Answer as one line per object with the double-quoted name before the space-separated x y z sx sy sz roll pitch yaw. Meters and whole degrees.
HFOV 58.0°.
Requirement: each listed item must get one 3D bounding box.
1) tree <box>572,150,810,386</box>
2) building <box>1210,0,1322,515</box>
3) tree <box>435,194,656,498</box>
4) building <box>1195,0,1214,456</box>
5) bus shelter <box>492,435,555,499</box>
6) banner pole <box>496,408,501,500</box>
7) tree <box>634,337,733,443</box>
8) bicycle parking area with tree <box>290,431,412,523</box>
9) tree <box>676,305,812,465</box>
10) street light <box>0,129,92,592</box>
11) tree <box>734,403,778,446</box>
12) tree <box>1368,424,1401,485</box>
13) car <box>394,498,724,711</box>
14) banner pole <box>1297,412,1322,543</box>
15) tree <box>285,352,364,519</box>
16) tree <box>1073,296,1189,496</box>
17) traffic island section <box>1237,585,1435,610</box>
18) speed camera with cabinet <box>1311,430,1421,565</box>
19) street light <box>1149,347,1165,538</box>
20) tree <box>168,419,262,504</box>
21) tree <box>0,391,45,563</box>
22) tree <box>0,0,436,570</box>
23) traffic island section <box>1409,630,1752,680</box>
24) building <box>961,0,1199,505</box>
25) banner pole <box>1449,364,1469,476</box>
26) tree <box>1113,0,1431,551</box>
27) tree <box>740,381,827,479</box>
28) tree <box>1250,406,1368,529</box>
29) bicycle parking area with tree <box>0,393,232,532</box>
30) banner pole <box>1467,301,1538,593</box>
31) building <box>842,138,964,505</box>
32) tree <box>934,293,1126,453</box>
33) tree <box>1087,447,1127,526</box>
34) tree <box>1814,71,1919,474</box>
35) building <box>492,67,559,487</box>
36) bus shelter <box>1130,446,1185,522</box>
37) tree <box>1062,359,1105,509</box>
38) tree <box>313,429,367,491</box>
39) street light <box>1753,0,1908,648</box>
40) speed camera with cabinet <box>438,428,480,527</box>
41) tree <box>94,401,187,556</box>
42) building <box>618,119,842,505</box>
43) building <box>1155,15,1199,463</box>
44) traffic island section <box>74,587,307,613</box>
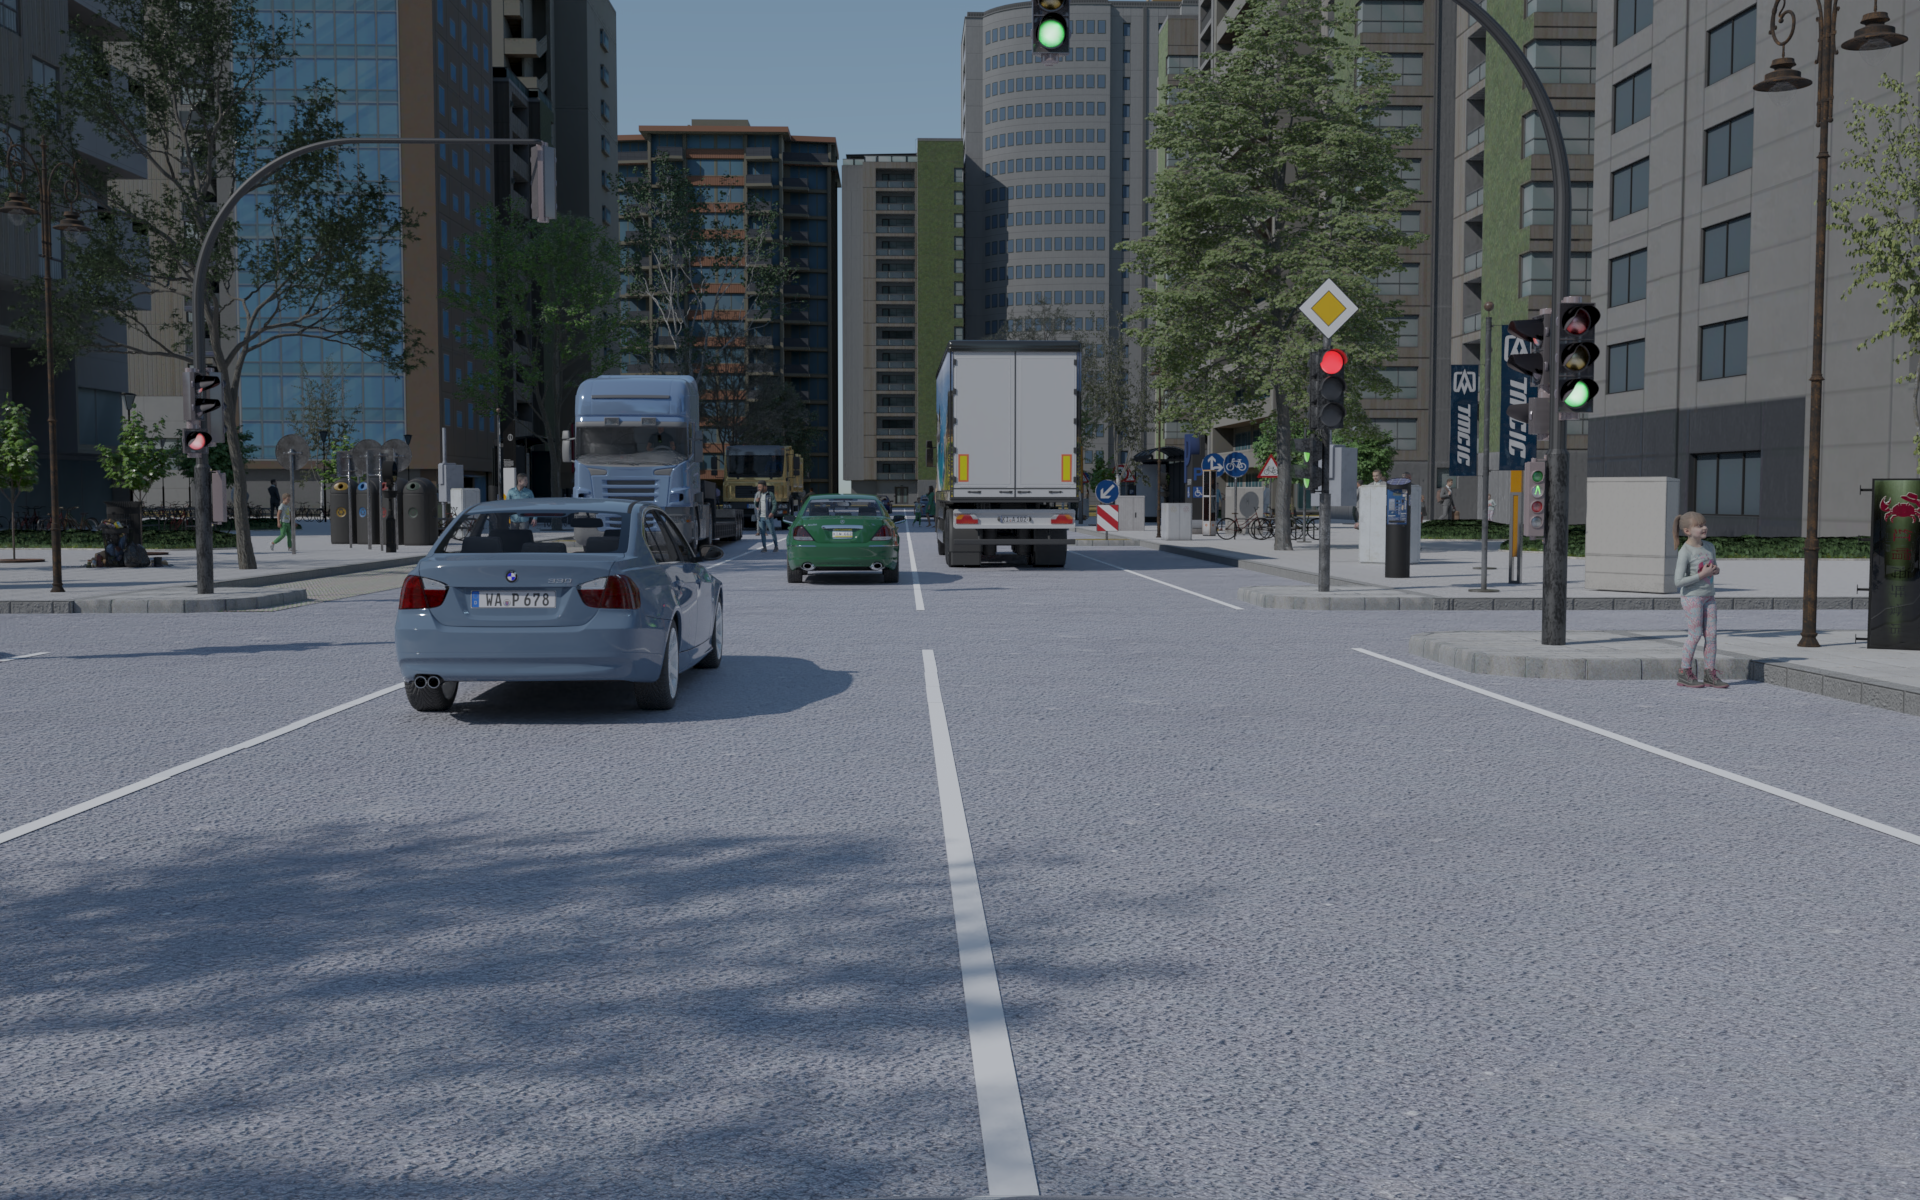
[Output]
"tree" -14.510 -14.579 94.250 12.611 20.169 13.585 0 3 0
"building" 29.047 -29.956 113.482 21.300 48.544 21.600 0 4 -2
"tree" -14.213 -8.236 60.420 9.928 11.665 9.643 0 3 0
"building" 28.098 -42.543 133.837 20.563 71.187 20.611 0 4 -2
"bus shelter" -17.776 -4.916 71.658 1.731 3.624 6.357 0 4 -2
"banner pole" -13.361 -3.687 50.292 0.401 3.779 0.863 -1 4 -17
"tree" -13.807 -8.063 82.196 4.360 8.622 3.978 0 3 0
"bicycle parking area with tree" -27.624 -5.752 81.045 9.016 4.147 8.231 3 5 40
"tree" -14.926 -12.375 112.700 12.009 13.543 11.850 0 3 0
"street light" -11.802 -3.039 22.477 0.468 5.910 1.993 0 4 -2
"tree" -16.291 -11.158 132.787 4.360 8.622 3.978 0 3 0
"tree" 16.990 -5.476 73.250 4.285 4.588 4.351 0 3 0
"car" -2.800 -0.046 12.758 2.014 1.417 4.499 0 4 -2
"banner pole" 9.315 -3.419 45.916 0.863 3.779 0.401 -2 4 -33
"tree" -33.395 -8.577 90.598 4.360 8.622 3.978 0 3 0
"tree" 6.176 -7.013 65.021 4.360 8.622 3.978 0 3 0
"traffic island section" 4.808 -0.030 22.771 2.009 0.180 2.903 0 4 -2
"speed camera with cabinet" 7.517 -2.308 32.072 0.660 3.252 2.038 -3 5 -44
"street light" 5.845 -4.768 50.744 0.468 5.910 1.993 0 4 -2
"tree" -29.099 -5.137 67.710 4.285 4.588 4.351 0 3 0
"tree" -17.835 -2.328 32.665 1.663 3.219 1.824 0 3 0
"tree" -12.495 -5.807 29.351 7.601 10.594 8.767 1 4 12
"traffic island section" 5.075 0.458 14.790 2.009 0.180 2.903 0 4 -2
"building" 14.474 -40.599 205.791 28.212 58.520 21.231 0 4 -2
"banner pole" 8.725 -2.412 29.458 0.863 3.779 0.401 0 4 3
"tree" 7.016 -7.388 38.913 7.486 12.596 7.792 0 3 0
"tree" -17.889 -15.470 169.946 9.611 12.733 9.660 0 3 0
"tree" 12.429 -4.943 64.529 4.285 4.588 4.351 0 3 0
"bicycle parking area with tree" -26.111 -3.825 49.544 8.231 4.147 9.016 1 4 17
"banner pole" 7.098 -1.990 22.557 0.863 3.779 0.401 1 4 16
"building" -6.693 -31.699 201.871 14.086 41.232 14.154 0 4 -2
"tree" 5.059 -11.901 104.951 12.009 13.543 11.850 0 3 0
"tree" 5.678 -4.622 70.163 1.663 3.219 1.824 0 3 0
"tree" 16.033 -4.751 28.044 4.737 8.622 4.395 0 3 0
"building" -35.836 -21.156 117.610 14.160 30.474 14.107 0 4 -2
"bus shelter" 8.752 -5.001 75.689 2.014 3.302 5.546 0 4 -2
"tree" 5.281 -8.413 87.911 4.737 8.622 4.395 0 3 0
"tree" -18.451 -3.498 51.791 1.663 3.219 1.824 0 3 0
"street light" 7.135 -2.544 14.381 0.468 5.910 1.993 0 4 -2
"speed camera with cabinet" -14.845 -3.486 51.338 0.660 3.252 2.038 -2 4 -35
"tree" -17.373 -2.557 36.409 1.663 3.219 1.824 0 3 0
"building" -28.689 -33.681 205.315 28.867 44.769 22.147 0 4 -2
"building" 24.065 -28.663 152.234 14.154 41.232 14.086 0 4 -2
"traffic island section" -9.726 -0.001 22.291 2.009 0.180 2.903 0 4 -2
